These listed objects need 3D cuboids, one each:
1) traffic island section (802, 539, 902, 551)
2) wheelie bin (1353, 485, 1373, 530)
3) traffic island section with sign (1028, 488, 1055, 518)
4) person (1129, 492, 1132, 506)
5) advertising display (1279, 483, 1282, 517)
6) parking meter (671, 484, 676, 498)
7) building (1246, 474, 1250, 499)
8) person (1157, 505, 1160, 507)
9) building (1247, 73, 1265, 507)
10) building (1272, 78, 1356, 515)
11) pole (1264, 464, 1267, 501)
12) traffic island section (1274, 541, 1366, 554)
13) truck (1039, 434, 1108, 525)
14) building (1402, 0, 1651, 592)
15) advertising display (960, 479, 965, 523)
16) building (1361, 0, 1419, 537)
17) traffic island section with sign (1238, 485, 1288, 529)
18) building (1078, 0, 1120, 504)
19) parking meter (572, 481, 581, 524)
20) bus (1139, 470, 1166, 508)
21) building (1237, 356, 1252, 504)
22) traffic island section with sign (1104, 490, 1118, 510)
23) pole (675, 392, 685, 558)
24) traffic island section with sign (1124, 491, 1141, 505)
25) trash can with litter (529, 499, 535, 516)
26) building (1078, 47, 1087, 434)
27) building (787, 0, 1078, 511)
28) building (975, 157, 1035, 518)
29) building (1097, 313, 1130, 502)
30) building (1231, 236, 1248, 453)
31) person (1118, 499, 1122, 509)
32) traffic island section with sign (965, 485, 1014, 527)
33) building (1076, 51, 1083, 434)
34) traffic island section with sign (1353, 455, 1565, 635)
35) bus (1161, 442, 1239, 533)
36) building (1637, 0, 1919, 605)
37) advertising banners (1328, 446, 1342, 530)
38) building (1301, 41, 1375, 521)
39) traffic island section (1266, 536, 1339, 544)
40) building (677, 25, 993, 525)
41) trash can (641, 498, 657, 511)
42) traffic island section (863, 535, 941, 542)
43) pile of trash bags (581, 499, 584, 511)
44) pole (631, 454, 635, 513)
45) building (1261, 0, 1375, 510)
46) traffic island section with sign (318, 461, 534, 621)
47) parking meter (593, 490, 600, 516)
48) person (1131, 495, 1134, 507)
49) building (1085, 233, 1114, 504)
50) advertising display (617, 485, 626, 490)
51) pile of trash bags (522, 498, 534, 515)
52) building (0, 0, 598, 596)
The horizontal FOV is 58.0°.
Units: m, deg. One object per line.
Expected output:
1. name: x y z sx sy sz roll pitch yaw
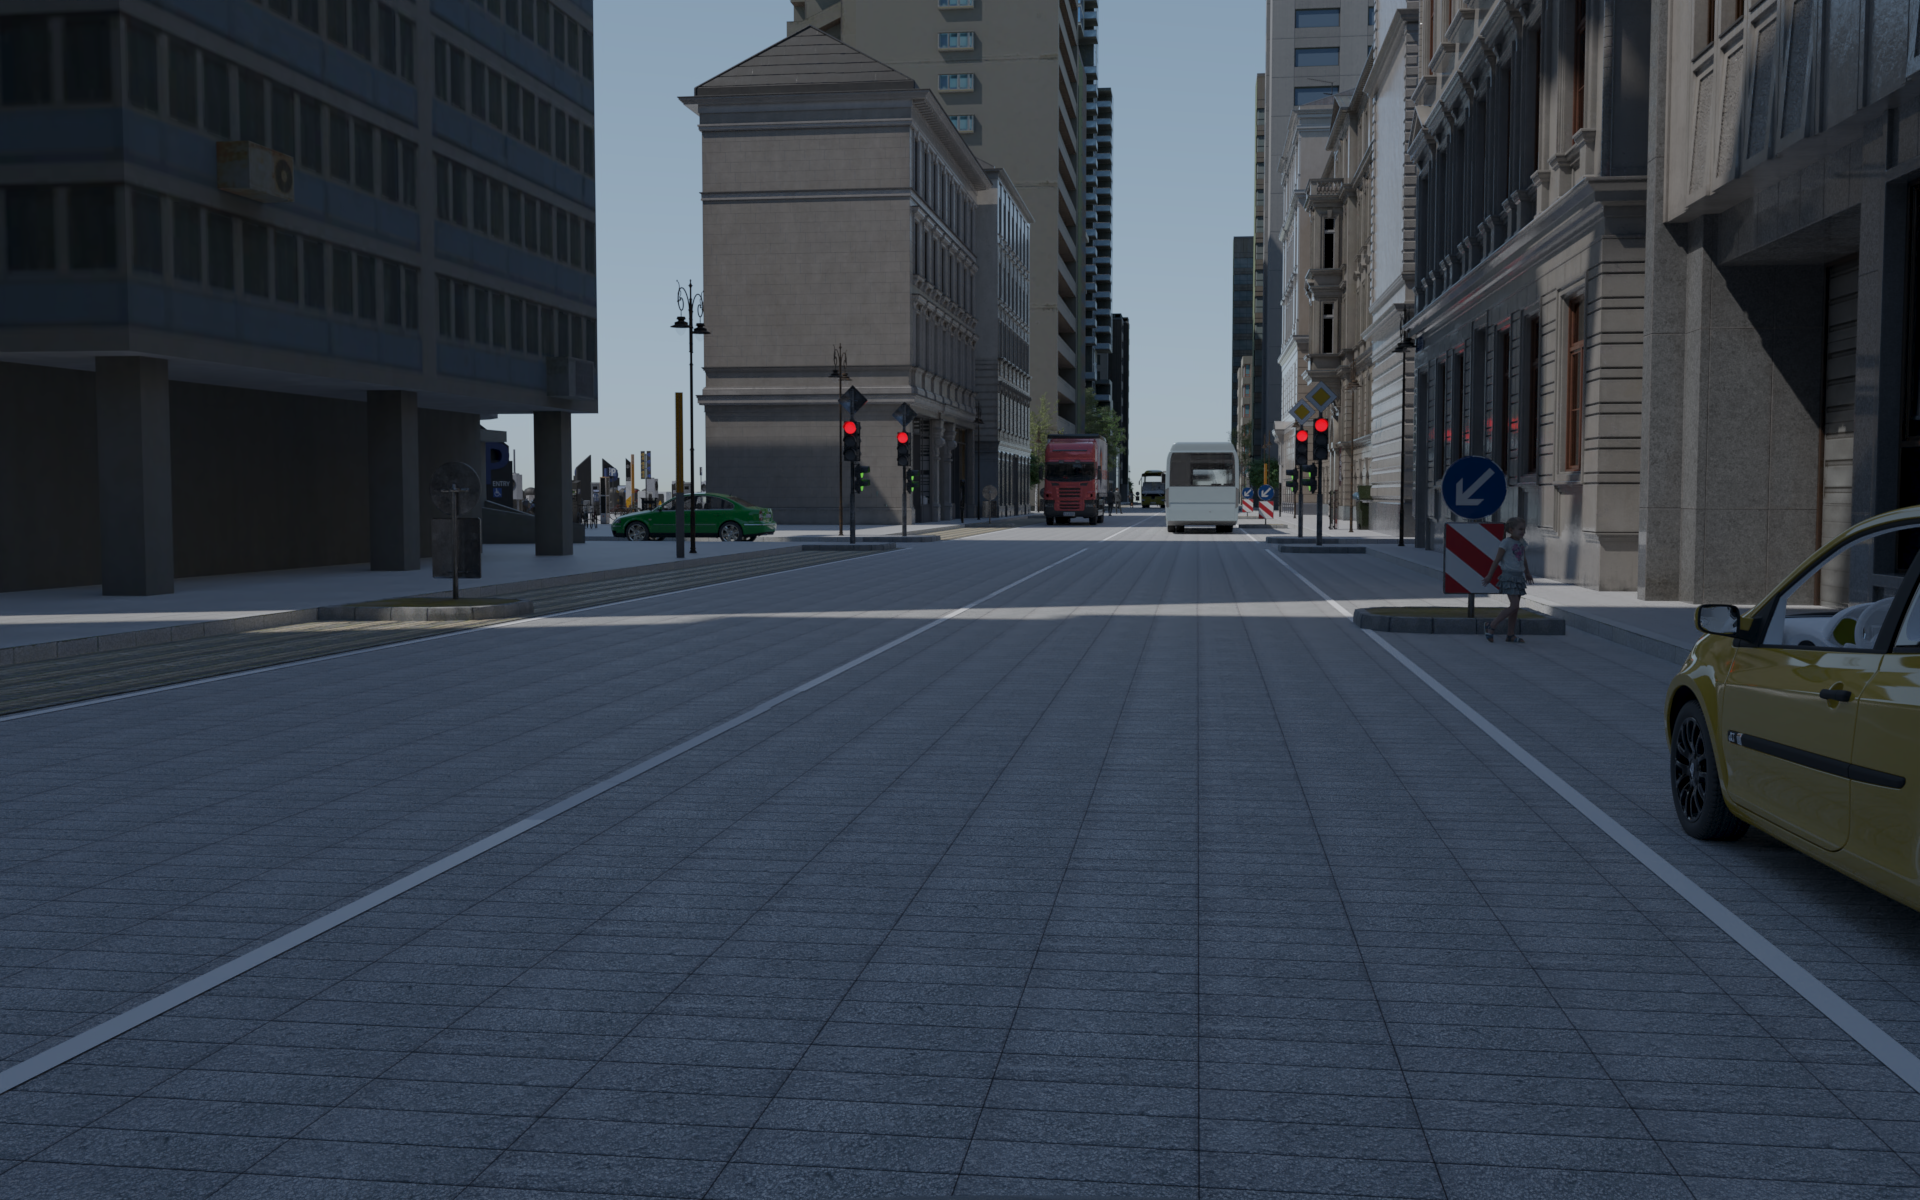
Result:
1. traffic island section: -2.797 -1.379 44.830 2.009 0.180 2.903 0 4 8
2. wheelie bin: 14.481 -3.303 61.908 0.980 1.594 0.693 0 4 -1
3. traffic island section with sign: 5.061 -5.720 102.141 1.989 1.847 2.006 0 4 8
4. person: 20.659 -12.182 208.397 0.721 1.735 1.217 -2 4 -26
5. advertising display: 18.002 -5.634 97.333 0.123 1.923 0.974 1 4 12
6. parking meter: -16.250 -5.696 98.840 0.399 1.863 0.255 0 4 -3
7. building: 41.972 -45.834 187.643 20.563 71.187 20.611 0 4 8
8. person: 22.618 -11.495 197.153 1.217 1.736 0.721 0 4 -8
9. building: 35.996 -29.810 170.982 14.154 41.232 14.086 0 4 8
10. building: 27.980 -20.075 114.136 13.634 28.700 20.117 0 4 8
11. pole: 20.553 -7.506 116.563 0.158 3.312 0.155 0 3 0
12. traffic island section: 8.983 -1.280 43.214 2.009 0.180 2.903 0 4 8
13. truck: 5.589 -5.765 83.177 2.839 4.237 11.283 0 4 7
14. building: 14.639 -11.921 31.071 11.583 22.565 21.152 0 4 8
15. advertising display: 0.101 -4.366 76.597 0.123 1.923 0.974 0 4 -5
16. building: 22.827 -13.769 54.008 19.941 23.489 11.050 0 4 8
17. traffic island section with sign: 12.712 -3.921 72.738 1.989 1.847 2.006 0 4 8
18. building: 12.205 -57.276 249.129 22.319 86.520 31.000 0 4 8
19. parking meter: -16.554 -4.223 74.752 0.255 1.863 0.399 1 4 19
20. bus: 20.158 -11.496 179.503 2.896 3.916 12.252 0 4 8
21. building: 51.033 -23.510 229.428 27.650 21.520 28.899 0 4 8
22. traffic island section with sign: 15.527 -10.379 178.322 1.989 1.847 2.006 0 4 8
23. pole: -5.630 -2.503 34.771 0.158 3.312 0.155 0 3 0
24. traffic island section with sign: 23.087 -13.746 233.368 1.989 1.847 2.006 0 4 8
25. trash can with litter: -14.250 -2.926 59.235 0.624 1.170 1.055 1 4 11
26. building: 4.982 -31.804 170.108 14.600 45.320 14.200 0 4 8
27. building: -1.971 -31.501 138.736 21.300 48.544 21.600 0 4 8
28. building: -1.334 -15.451 101.782 9.793 20.994 18.267 0 4 8
29. building: 19.350 -30.656 272.930 14.160 30.474 14.107 0 4 8
30. building: 50.174 -36.157 274.768 14.154 41.232 14.086 0 4 8
31. person: 15.466 -9.566 168.169 0.557 1.426 1.065 3 4 36
32. traffic island section with sign: 1.302 -4.042 74.719 1.989 1.847 2.006 0 4 8
33. building: 3.513 -28.905 156.185 14.154 41.232 14.086 0 4 8
34. traffic island section with sign: 5.295 -0.612 18.636 1.989 1.847 2.006 0 4 8
35. bus: 9.332 -4.454 67.680 2.948 3.499 13.247 0 4 7
36. building: 12.866 -11.726 9.741 12.078 24.808 19.932 0 4 8
37. advertising banners: 13.669 -4.085 62.973 0.090 3.025 2.074 2 4 24
38. building: 24.556 -16.349 86.394 14.460 24.649 34.723 0 4 8
39. traffic island section: 10.069 -1.764 51.125 2.009 0.180 2.903 0 4 8
40. building: -6.204 -13.575 72.861 10.553 20.767 40.483 0 4 8
41. trash can: -12.779 -3.640 71.161 0.748 1.137 0.748 0 3 0
42. traffic island section: -1.711 -1.863 52.741 2.009 0.180 2.903 0 4 8
43. pile of trash bags: -22.057 -5.339 97.047 1.912 1.369 3.447 -1 4 -17
44. pole: -16.737 -5.796 88.600 0.158 3.312 0.155 0 3 0
45. building: 36.824 -37.128 149.035 21.231 58.520 28.212 0 4 8
46. traffic island section with sign: -6.146 -0.717 20.357 1.989 1.847 2.006 0 4 8
47. parking meter: -21.474 -5.742 102.286 0.372 1.533 0.369 0 3 0
48. person: 19.963 -11.649 199.749 0.721 1.735 1.217 0 4 -4
49. building: 3.516 -32.547 224.029 32.217 40.220 23.993 0 4 8
50. advertising display: -24.465 -7.393 126.085 0.974 1.923 0.123 0 4 5
51. pile of trash bags: -21.933 -4.722 86.955 1.912 1.369 3.447 1 4 18
52. building: -20.055 -20.755 31.228 23.993 40.220 32.217 0 4 8
